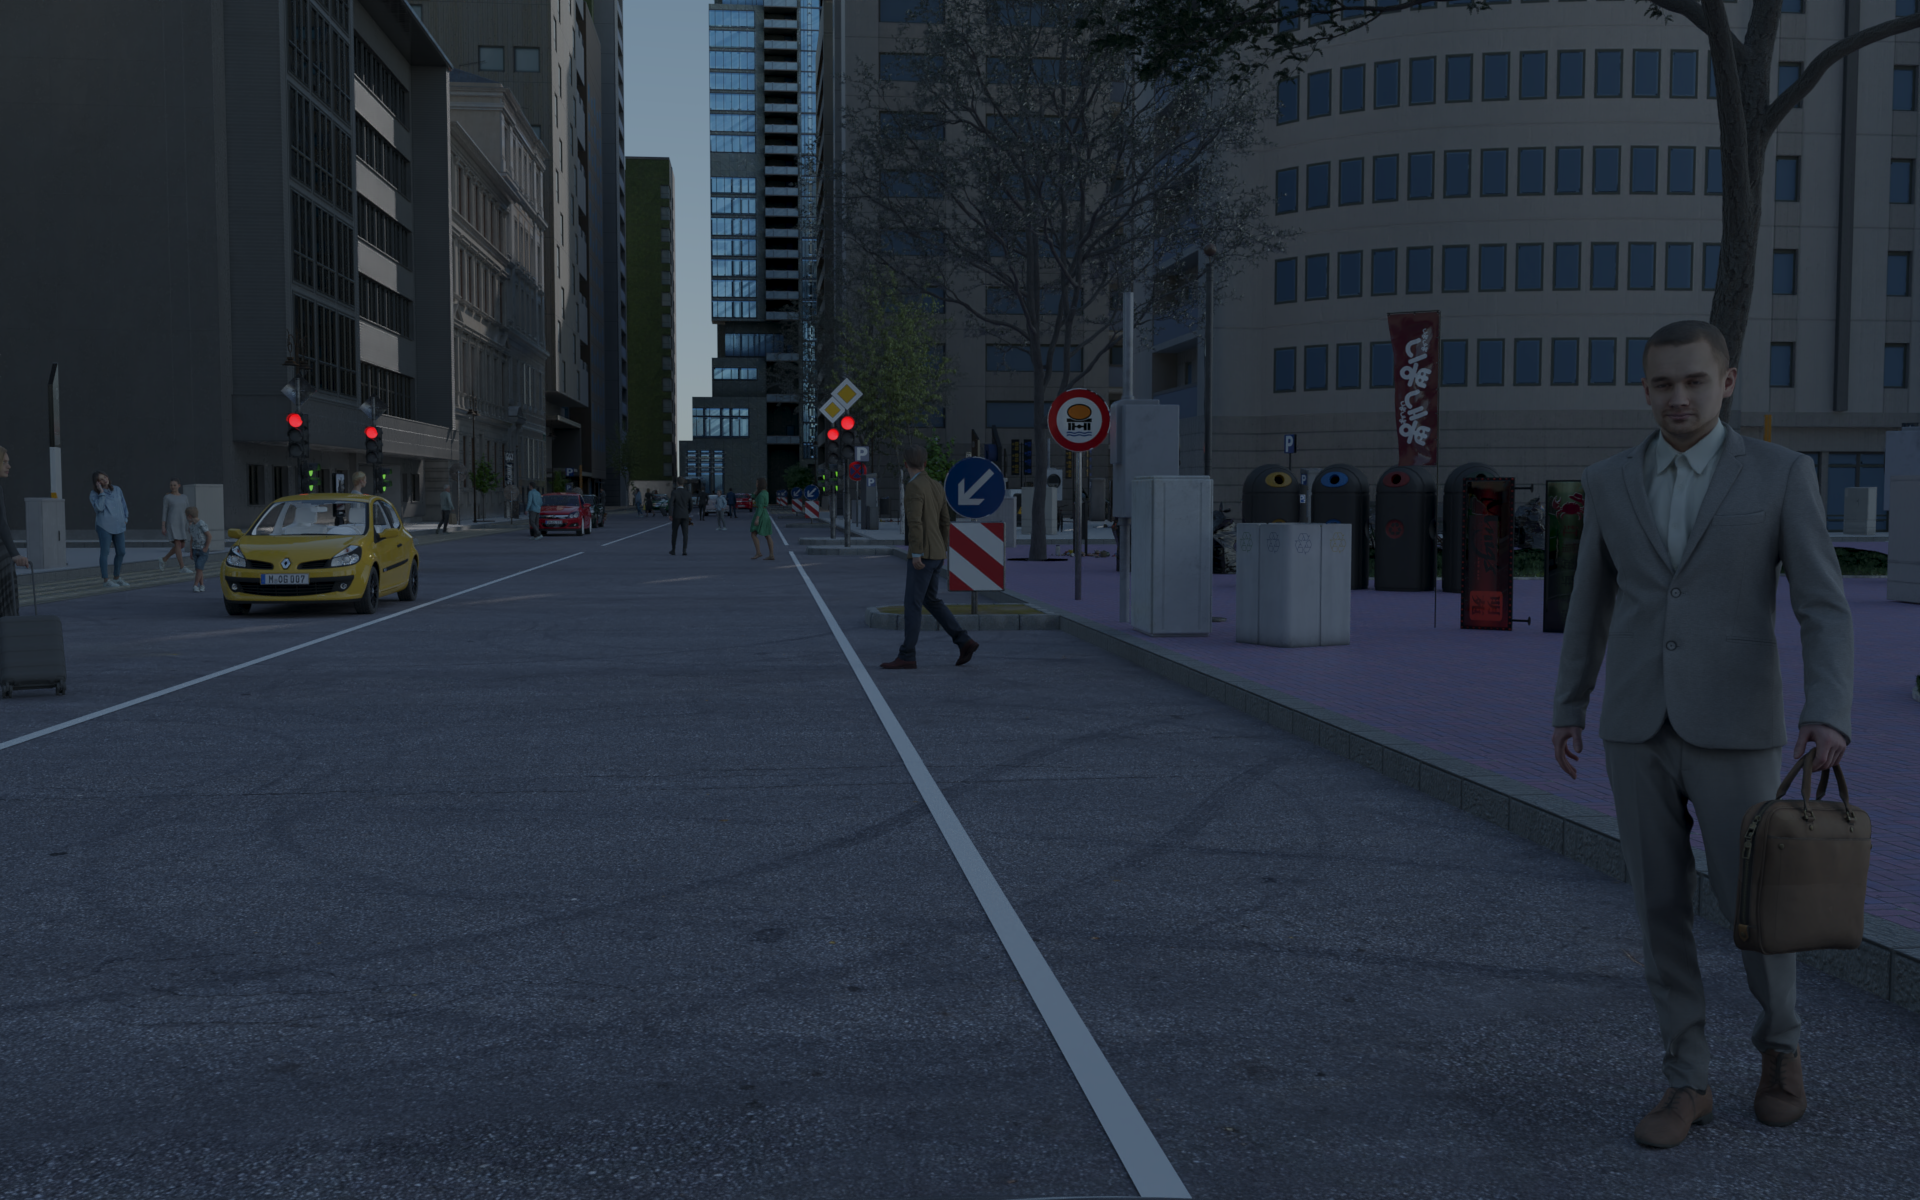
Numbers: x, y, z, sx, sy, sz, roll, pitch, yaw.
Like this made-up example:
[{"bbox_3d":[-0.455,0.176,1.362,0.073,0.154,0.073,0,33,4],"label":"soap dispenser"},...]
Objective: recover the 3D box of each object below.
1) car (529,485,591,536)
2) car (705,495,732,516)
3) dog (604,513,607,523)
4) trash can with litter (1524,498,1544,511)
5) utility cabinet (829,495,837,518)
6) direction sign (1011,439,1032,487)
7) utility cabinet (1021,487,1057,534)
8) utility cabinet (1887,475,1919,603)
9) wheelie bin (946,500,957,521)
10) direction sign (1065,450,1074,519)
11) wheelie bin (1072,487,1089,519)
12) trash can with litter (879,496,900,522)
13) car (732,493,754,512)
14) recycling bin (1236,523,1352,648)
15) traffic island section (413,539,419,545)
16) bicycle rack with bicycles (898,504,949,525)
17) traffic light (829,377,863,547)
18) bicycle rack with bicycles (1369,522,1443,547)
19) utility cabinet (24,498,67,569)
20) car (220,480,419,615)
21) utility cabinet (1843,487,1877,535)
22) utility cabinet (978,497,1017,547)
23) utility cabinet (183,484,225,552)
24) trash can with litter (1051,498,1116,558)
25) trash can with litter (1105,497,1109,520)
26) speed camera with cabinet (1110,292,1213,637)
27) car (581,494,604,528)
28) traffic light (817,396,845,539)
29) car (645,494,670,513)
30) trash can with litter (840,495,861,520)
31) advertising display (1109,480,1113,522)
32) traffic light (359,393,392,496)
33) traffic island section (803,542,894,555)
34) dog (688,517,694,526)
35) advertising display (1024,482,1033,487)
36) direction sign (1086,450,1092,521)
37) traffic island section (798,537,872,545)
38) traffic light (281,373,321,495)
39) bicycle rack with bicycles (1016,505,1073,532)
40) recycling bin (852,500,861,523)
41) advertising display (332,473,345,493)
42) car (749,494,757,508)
[{"bbox_3d":[-13.913,-3.140,60.382,2.155,1.783,4.494,0,4,-7],"label":"car"},{"bbox_3d":[-15.855,-6.179,113.380,2.083,1.381,4.827,0,4,-6],"label":"car"},{"bbox_3d":[-17.492,-4.010,84.856,0.540,0.507,0.406,0,4,4],"label":"dog"},{"bbox_3d":[16.964,-2.490,52.096,1.055,1.170,0.624,0,4,-7],"label":"trash can with litter"},{"bbox_3d":[-6.754,-4.964,92.327,0.306,1.237,1.020,-1,4,-11],"label":"utility cabinet"},{"bbox_3d":[2.542,-4.867,71.568,0.876,3.537,0.379,1,4,18],"label":"direction sign"},{"bbox_3d":[2.504,-2.811,54.641,1.173,1.500,0.318,3,4,38],"label":"utility cabinet"},{"bbox_3d":[11.248,-0.698,20.094,0.318,1.500,1.173,0,4,-1],"label":"utility cabinet"},{"bbox_3d":[-0.497,-4.463,80.876,0.693,1.594,0.980,-2,4,-24],"label":"wheelie bin"},{"bbox_3d":[5.792,-5.898,88.432,0.876,3.537,0.379,-1,4,-19],"label":"direction sign"},{"bbox_3d":[5.765,-4.579,82.769,0.693,1.594,0.980,-1,4,-19],"label":"wheelie bin"},{"bbox_3d":[-3.008,-4.176,79.339,2.233,1.210,1.678,-1,4,-12],"label":"trash can with litter"},{"bbox_3d":[-17.442,-7.891,138.056,2.155,1.783,4.494,0,4,-8],"label":"car"},{"bbox_3d":[2.855,-0.140,14.850,0.722,1.027,0.722,-2,4,-28],"label":"recycling bin"},{"bbox_3d":[-16.339,-1.598,48.409,2.009,0.180,2.903,0,4,-7],"label":"traffic island section"},{"bbox_3d":[-1.446,-3.682,73.582,2.852,0.926,2.925,1,4,9],"label":"bicycle rack with bicycles"},{"bbox_3d":[-2.745,-3.237,41.838,0.839,4.253,0.868,0,4,-7],"label":"traffic light"},{"bbox_3d":[8.527,-1.119,31.675,2.925,0.926,2.852,0,4,-1],"label":"bicycle rack with bicycles"},{"bbox_3d":[-15.854,-1.156,30.060,0.306,1.237,1.020,0,4,-7],"label":"utility cabinet"},{"bbox_3d":[-7.981,-0.706,21.774,2.015,1.641,3.980,0,4,-7],"label":"car"},{"bbox_3d":[28.184,-2.788,54.257,0.318,1.500,1.173,0,4,-7],"label":"utility cabinet"},{"bbox_3d":[0.834,-1.874,41.800,1.020,1.237,0.306,1,4,15],"label":"utility cabinet"},{"bbox_3d":[-16.795,-1.821,38.451,0.318,1.500,1.173,0,4,5],"label":"utility cabinet"},{"bbox_3d":[2.566,-1.500,35.588,1.678,1.210,2.233,-2,4,-25],"label":"trash can with litter"},{"bbox_3d":[7.455,-4.569,86.097,1.055,1.170,0.624,3,4,36],"label":"trash can with litter"},{"bbox_3d":[1.900,-1.351,16.427,0.660,3.252,2.038,0,4,-5],"label":"speed camera with cabinet"},{"bbox_3d":[-16.234,-3.927,73.994,2.009,1.686,4.222,0,4,-6],"label":"car"},{"bbox_3d":[-3.674,-3.722,49.769,0.839,4.253,0.868,0,4,-7],"label":"traffic light"},{"bbox_3d":[-23.221,-7.440,133.447,2.131,1.459,4.920,0,4,-6],"label":"car"},{"bbox_3d":[-5.374,-4.696,87.837,2.233,1.210,1.678,-3,5,-44],"label":"trash can with litter"},{"bbox_3d":[6.879,-4.504,78.848,0.123,1.923,0.974,0,4,2],"label":"advertising display"},{"bbox_3d":[-16.298,-3.630,48.279,0.839,4.253,0.868,0,4,-7],"label":"traffic light"},{"bbox_3d":[-2.704,-1.203,41.957,2.009,0.180,2.903,0,4,-7],"label":"traffic island section"},{"bbox_3d":[-12.341,-3.581,78.742,0.550,0.427,0.748,1,4,20],"label":"dog"},{"bbox_3d":[3.597,-5.231,90.745,0.123,1.923,0.974,-1,4,-21],"label":"advertising display"},{"bbox_3d":[6.239,-5.631,84.061,0.379,3.537,0.876,1,4,21],"label":"direction sign"},{"bbox_3d":[-3.633,-1.689,49.888,2.009,0.180,2.903,0,4,-7],"label":"traffic island section"},{"bbox_3d":[-15.368,-3.145,40.348,0.839,4.253,0.868,0,4,-7],"label":"traffic light"},{"bbox_3d":[2.744,-2.752,58.370,2.852,0.926,2.925,-1,4,-12],"label":"bicycle rack with bicycles"},{"bbox_3d":[-4.308,-3.874,75.902,0.722,1.027,0.722,-1,4,-20],"label":"recycling bin"},{"bbox_3d":[-18.836,-2.894,52.535,0.123,1.923,0.974,0,4,-4],"label":"advertising display"},{"bbox_3d":[-19.393,-9.336,162.867,2.015,1.641,3.980,0,4,-7],"label":"car"}]
